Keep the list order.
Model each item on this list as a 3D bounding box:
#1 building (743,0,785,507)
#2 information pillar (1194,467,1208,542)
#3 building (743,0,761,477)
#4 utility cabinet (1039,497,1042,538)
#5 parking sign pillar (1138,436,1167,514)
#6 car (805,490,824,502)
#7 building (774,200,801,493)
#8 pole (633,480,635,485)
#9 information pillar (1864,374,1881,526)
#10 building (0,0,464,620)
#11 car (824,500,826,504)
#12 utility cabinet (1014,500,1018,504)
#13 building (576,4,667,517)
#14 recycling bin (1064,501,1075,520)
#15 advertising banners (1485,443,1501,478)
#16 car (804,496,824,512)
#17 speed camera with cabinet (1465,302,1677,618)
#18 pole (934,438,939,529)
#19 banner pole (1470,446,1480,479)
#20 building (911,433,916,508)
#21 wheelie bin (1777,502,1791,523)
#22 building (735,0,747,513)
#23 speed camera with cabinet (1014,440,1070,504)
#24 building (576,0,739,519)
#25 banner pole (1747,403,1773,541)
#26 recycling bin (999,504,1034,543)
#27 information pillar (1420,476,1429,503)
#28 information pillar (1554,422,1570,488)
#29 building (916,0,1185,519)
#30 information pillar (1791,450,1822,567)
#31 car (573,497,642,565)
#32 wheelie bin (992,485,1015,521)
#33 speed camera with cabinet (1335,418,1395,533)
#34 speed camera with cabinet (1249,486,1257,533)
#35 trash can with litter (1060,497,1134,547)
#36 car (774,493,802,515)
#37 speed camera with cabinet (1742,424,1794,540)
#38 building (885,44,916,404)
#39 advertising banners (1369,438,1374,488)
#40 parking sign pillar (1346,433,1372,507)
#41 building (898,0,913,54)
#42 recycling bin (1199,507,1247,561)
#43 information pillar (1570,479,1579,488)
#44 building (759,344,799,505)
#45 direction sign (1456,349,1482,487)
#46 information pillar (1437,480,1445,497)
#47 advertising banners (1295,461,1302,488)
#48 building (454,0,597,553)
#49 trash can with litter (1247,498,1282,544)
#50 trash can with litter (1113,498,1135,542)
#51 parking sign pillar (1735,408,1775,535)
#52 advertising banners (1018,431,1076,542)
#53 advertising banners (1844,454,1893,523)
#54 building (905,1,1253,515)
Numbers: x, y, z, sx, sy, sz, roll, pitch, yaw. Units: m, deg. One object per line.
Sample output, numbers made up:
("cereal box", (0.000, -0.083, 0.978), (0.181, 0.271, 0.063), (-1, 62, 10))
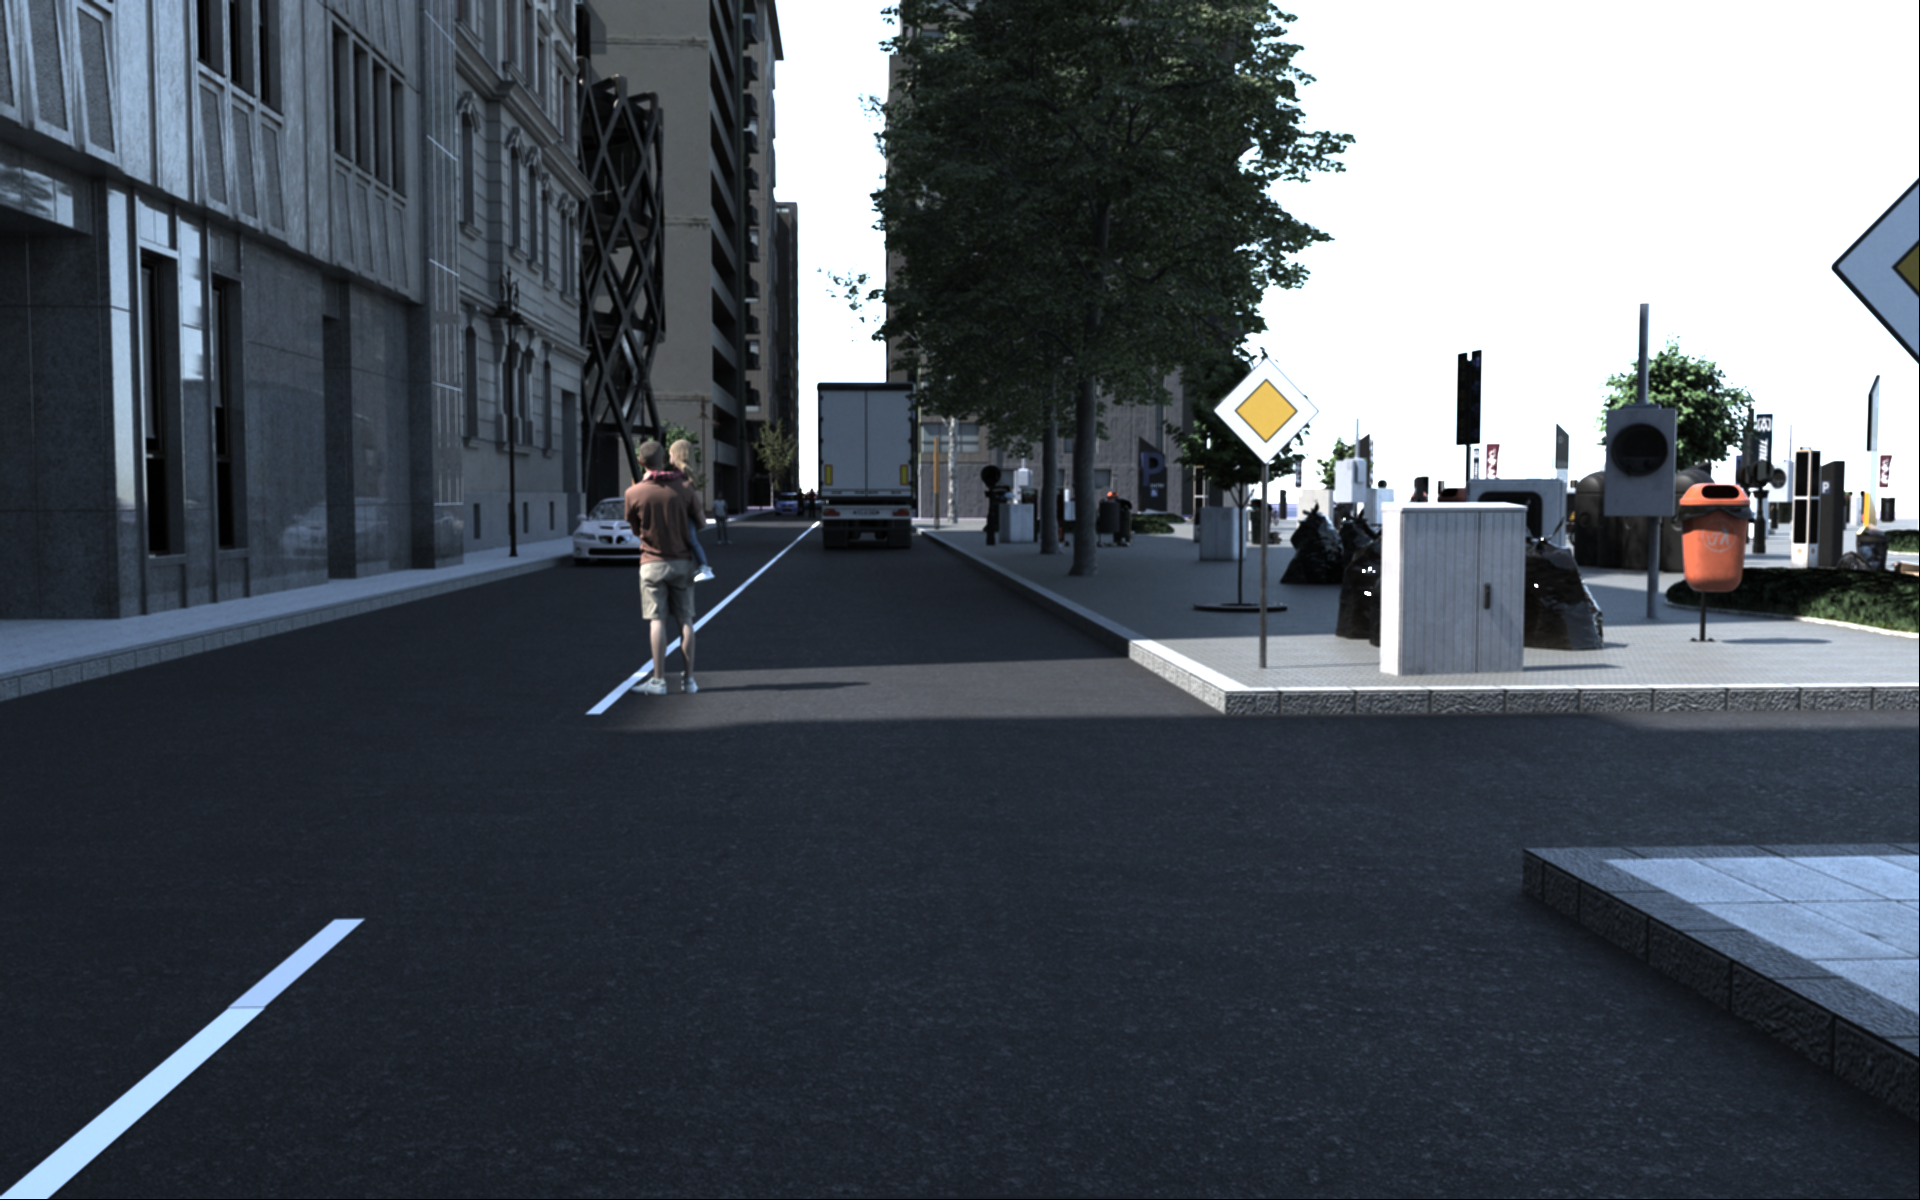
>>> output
("building", (-33.237, -36.312, 182.934), (28.713, 52.752, 27.495), (0, 4, -4))
("information pillar", (6.402, -2.540, 46.014), (0.304, 2.012, 0.304), (2, 4, 28))
("building", (-27.396, -29.528, 137.414), (22.147, 44.769, 28.867), (0, 4, -4))
("utility cabinet", (2.650, -2.405, 50.486), (0.306, 1.237, 1.020), (2, 4, 27))
("parking sign pillar", (8.989, -5.648, 80.813), (1.447, 3.967, 1.447), (-1, 4, -14))
("car", (-14.636, -10.067, 173.272), (2.281, 1.827, 5.304), (0, 4, -5))
("building", (-29.018, -33.712, 234.790), (14.154, 41.232, 14.086), (0, 4, -4))
("pole", (-15.749, -5.508, 83.892), (0.158, 3.312, 0.155), (0, 3, 0))
("information pillar", (17.777, -2.594, 33.760), (0.183, 3.616, 0.504), (3, 5, 44))
("building", (-14.484, -12.400, 20.765), (12.078, 24.808, 19.932), (0, 4, -4))
("car", (-15.031, -10.466, 183.127), (2.014, 1.417, 4.499), (0, 4, -4))
("utility cabinet", (2.970, -4.547, 83.018), (0.318, 1.500, 1.173), (2, 4, 28))
("building", (-19.354, -11.939, 62.650), (16.820, 18.784, 16.811), (0, 4, -4))
("recycling bin", (3.752, -2.920, 60.299), (0.722, 1.027, 0.722), (-1, 4, -13))
("advertising banners", (17.737, -3.908, 60.080), (2.074, 3.025, 0.090), (3, 5, 42))
("car", (-11.701, -7.672, 137.437), (2.014, 1.417, 4.499), (0, 4, -6))
("speed camera with cabinet", (6.369, -1.453, 18.088), (2.038, 3.252, 0.660), (1, 4, 23))
("pole", (-0.842, -4.213, 62.728), (0.158, 3.312, 0.155), (0, 3, 0))
("banner pole", (24.505, -5.663, 82.613), (0.401, 3.779, 0.863), (-2, 4, -24))
("building", (5.439, -51.039, 147.154), (22.319, 86.520, 31.000), (0, 4, -4))
("wheelie bin", (36.359, -4.179, 76.240), (0.980, 1.594, 0.693), (1, 4, 20))
("building", (-21.784, -26.409, 115.378), (14.154, 41.232, 14.086), (0, 4, -4))
("speed camera with cabinet", (3.029, -4.270, 64.157), (2.038, 3.252, 0.660), (0, 4, 0))
("building", (-23.933, -28.941, 96.889), (21.300, 48.544, 21.600), (0, 4, -4))
("banner pole", (21.811, -3.510, 47.401), (0.401, 3.779, 0.863), (-3, 5, -43))
("recycling bin", (1.487, -2.031, 45.758), (0.722, 1.027, 0.722), (-1, 4, -22))
("information pillar", (18.796, -4.011, 70.068), (0.304, 2.012, 0.304), (0, 4, 2))
("information pillar", (19.712, -4.002, 56.780), (0.504, 3.616, 0.183), (-1, 4, -11))
("building", (4.487, -25.270, 96.752), (14.154, 41.232, 14.086), (0, 4, -4))
("information pillar", (14.096, -1.490, 28.853), (0.304, 2.012, 0.304), (-2, 4, -31))
("car", (-6.917, -1.472, 36.421), (2.083, 1.381, 4.827), (0, 4, -3))
("wheelie bin", (1.455, -3.220, 60.554), (0.980, 1.594, 0.693), (1, 4, 18))
("speed camera with cabinet", (10.634, -3.127, 45.456), (2.038, 3.252, 0.660), (-3, 5, -44))
("speed camera with cabinet", (9.443, -3.867, 57.556), (0.660, 3.252, 2.038), (1, 4, 19))
("trash can with litter", (3.276, -1.927, 42.561), (2.233, 1.210, 1.678), (0, 4, -4))
("car", (-11.661, -6.629, 117.970), (1.945, 1.707, 3.694), (0, 4, -2))
("speed camera with cabinet", (22.893, -3.361, 49.294), (0.660, 3.252, 2.038), (-2, 4, -24))
("building", (2.878, -34.311, 184.684), (21.300, 48.544, 21.600), (0, 4, -4))
("advertising banners", (13.350, -3.618, 55.344), (0.090, 3.025, 2.074), (2, 4, 29))
("parking sign pillar", (17.536, -5.392, 76.632), (1.447, 3.967, 1.447), (2, 4, 33))
("building", (-0.038, -48.788, 235.941), (20.563, 71.187, 20.611), (0, 4, -4))
("recycling bin", (5.107, -1.288, 33.620), (0.722, 1.027, 0.722), (2, 4, 30))
("information pillar", (30.588, -5.005, 86.322), (0.304, 2.012, 0.304), (-1, 4, -15))
("building", (-34.263, -22.538, 213.532), (27.650, 21.520, 28.899), (0, 4, -4))
("direction sign", (8.079, -2.175, 27.560), (0.379, 3.537, 0.876), (0, 4, -8))
("information pillar", (24.905, -5.212, 89.701), (0.304, 2.012, 0.304), (-3, 5, -44))
("advertising banners", (15.536, -4.922, 76.661), (2.074, 3.025, 0.090), (-2, 4, -28))
("building", (-17.290, -15.591, 42.296), (14.401, 28.519, 23.554), (0, 4, -4))
("trash can with litter", (7.781, -2.017, 44.357), (0.624, 1.170, 1.055), (3, 5, 39))
("trash can with litter", (4.289, -2.115, 45.975), (0.624, 1.170, 1.055), (1, 4, 15))
("parking sign pillar", (25.041, -4.056, 54.782), (1.447, 3.967, 1.447), (1, 4, 15))
("advertising banners", (2.549, -3.080, 46.542), (2.074, 3.025, 0.090), (-1, 4, -17))
("advertising banners", (40.239, -4.939, 76.948), (2.074, 3.025, 0.090), (1, 4, 23))
("building", (7.474, -28.379, 118.619), (22.147, 44.769, 28.867), (0, 4, -4))
